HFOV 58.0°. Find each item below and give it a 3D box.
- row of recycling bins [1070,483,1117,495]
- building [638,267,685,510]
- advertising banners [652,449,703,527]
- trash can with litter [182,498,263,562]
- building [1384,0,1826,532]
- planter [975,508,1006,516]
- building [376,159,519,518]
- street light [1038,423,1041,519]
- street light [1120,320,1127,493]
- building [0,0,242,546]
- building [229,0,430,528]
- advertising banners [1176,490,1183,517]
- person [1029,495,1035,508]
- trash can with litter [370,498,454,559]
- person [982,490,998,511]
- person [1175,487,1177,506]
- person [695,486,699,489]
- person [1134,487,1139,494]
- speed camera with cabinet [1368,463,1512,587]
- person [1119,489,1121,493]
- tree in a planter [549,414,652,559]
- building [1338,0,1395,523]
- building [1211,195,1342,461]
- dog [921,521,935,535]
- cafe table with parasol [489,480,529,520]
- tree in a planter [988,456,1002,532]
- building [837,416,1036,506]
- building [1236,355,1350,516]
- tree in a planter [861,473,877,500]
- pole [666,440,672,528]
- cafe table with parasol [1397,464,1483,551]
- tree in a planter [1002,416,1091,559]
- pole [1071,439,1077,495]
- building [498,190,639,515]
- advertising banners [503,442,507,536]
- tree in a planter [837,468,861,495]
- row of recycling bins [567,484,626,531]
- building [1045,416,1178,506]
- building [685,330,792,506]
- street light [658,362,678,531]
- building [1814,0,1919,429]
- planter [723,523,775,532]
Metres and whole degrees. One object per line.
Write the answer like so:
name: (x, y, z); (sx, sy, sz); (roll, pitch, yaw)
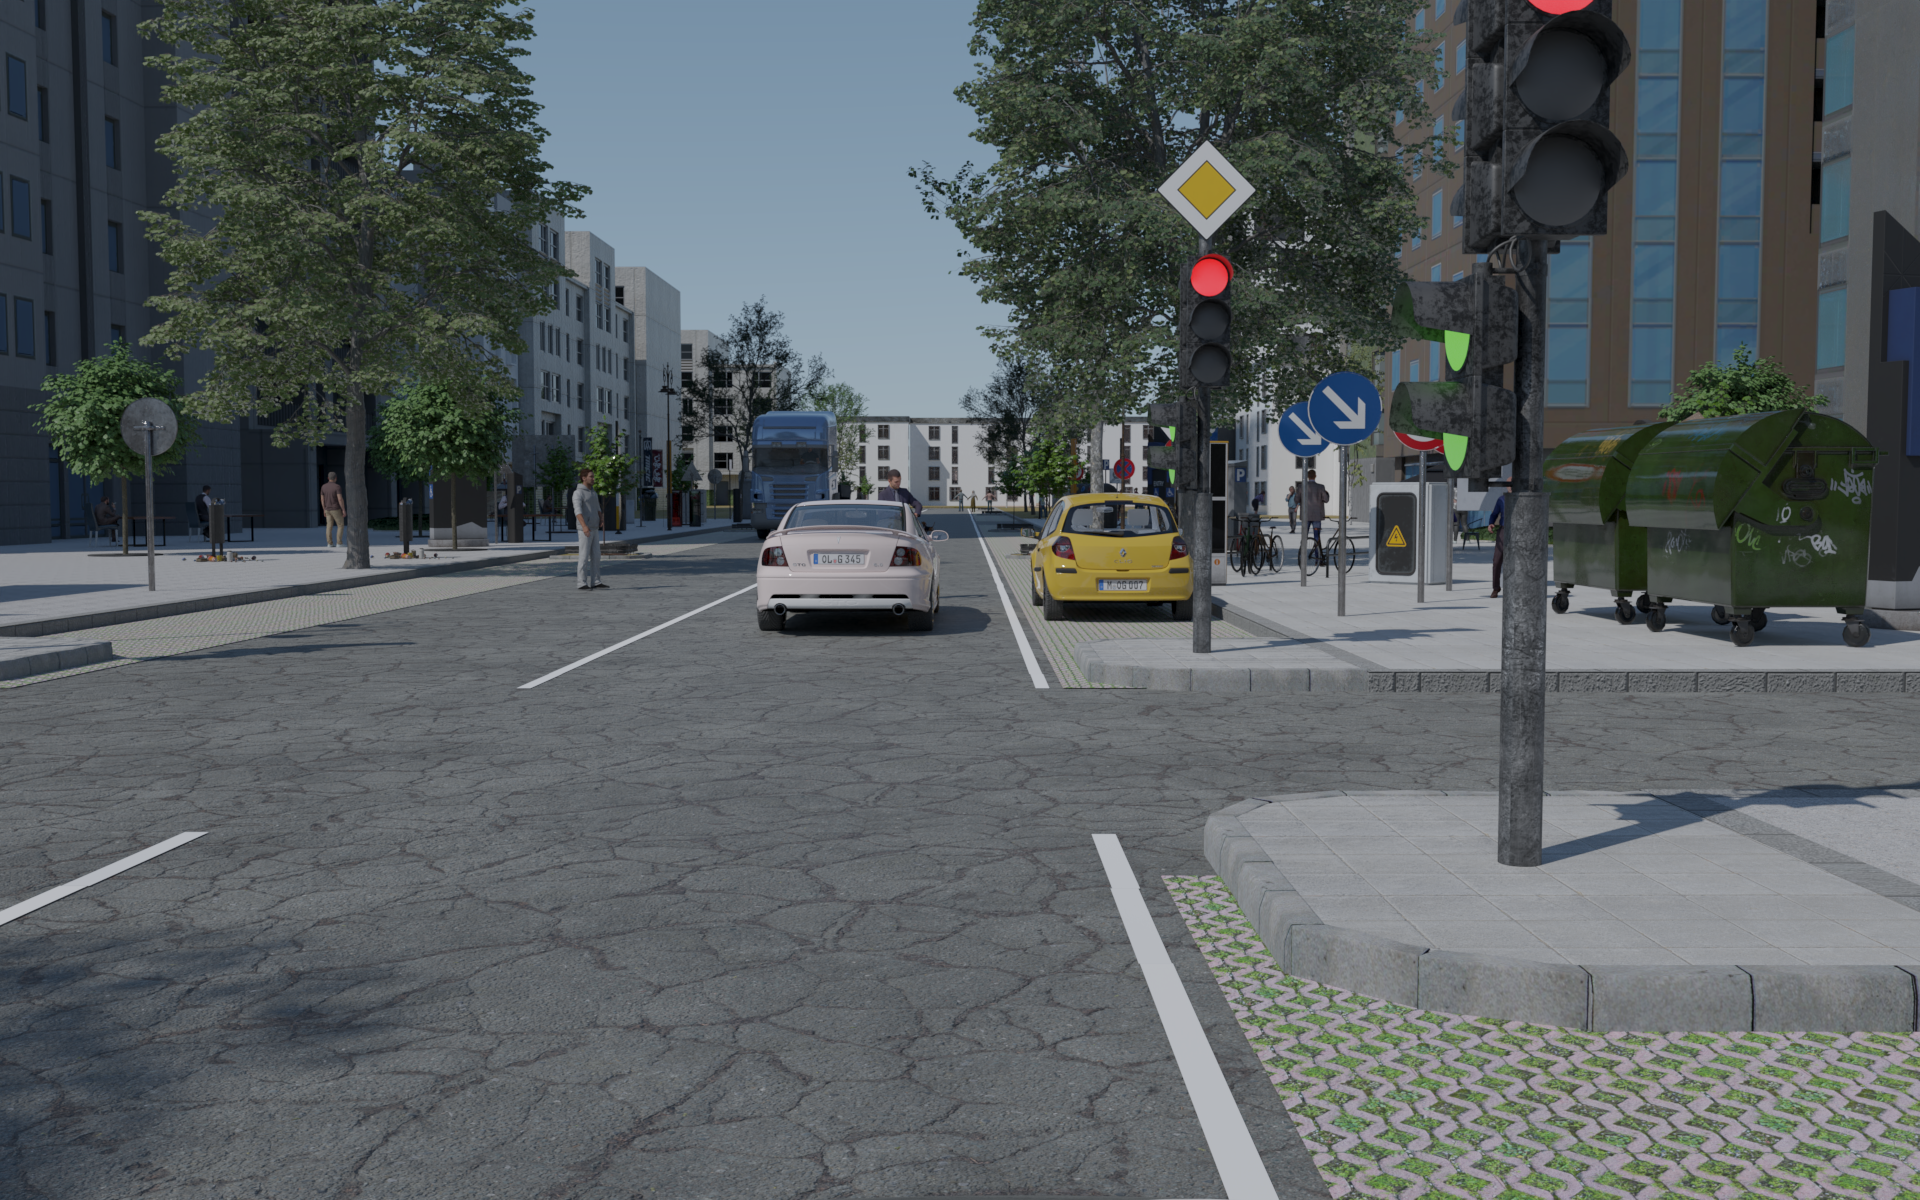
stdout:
row of recycling bins: (5.130, -3.621, 66.319); (1.069, 1.692, 3.534); (-1, 4, -15)
building: (-40.130, -16.929, 143.245); (31.486, 18.905, 16.747); (0, 3, 0)
advertising banners: (-11.088, -4.373, 67.694); (2.074, 3.025, 0.090); (0, 3, 0)
trash can with litter: (-14.129, -1.370, 33.460); (1.678, 1.210, 2.233); (0, 4, -8)
building: (23.434, -25.029, 59.328); (14.600, 45.320, 14.200); (0, 3, 0)
planter: (2.101, -5.795, 115.893); (1.991, 0.319, 1.994); (0, 3, 0)
building: (-33.044, -14.612, 95.328); (16.016, 20.091, 11.380); (0, 3, 0)
street light: (4.083, -7.081, 88.562); (0.468, 5.910, 1.993); (0, 3, 0)
street light: (4.053, -4.294, 42.989); (0.468, 5.910, 1.993); (0, 3, 0)
building: (-34.190, -30.546, 41.419); (21.231, 58.520, 28.212); (0, 3, 0)
building: (-34.680, -38.846, 73.384); (20.563, 71.187, 20.611); (0, 3, 0)
advertising banners: (8.557, -4.344, 67.208); (0.090, 3.025, 2.074); (3, 5, 41)
person: (6.739, -9.504, 161.879); (0.568, 1.767, 0.683); (3, 5, 44)
trash can with litter: (-11.022, -1.460, 34.936); (1.678, 1.210, 2.233); (-1, 4, -12)
person: (2.234, -7.382, 129.906); (1.217, 1.736, 0.721); (0, 4, 1)
person: (12.635, -5.823, 101.337); (1.348, 1.812, 0.705); (3, 5, 42)
person: (-16.193, -6.149, 106.216); (1.348, 1.869, 0.705); (1, 4, 14)
person: (12.276, -6.909, 119.733); (0.721, 1.743, 1.217); (3, 4, 38)
speed camera with cabinet: (6.781, -1.833, 24.312); (2.038, 3.252, 0.660); (3, 5, 44)
person: (11.605, -7.185, 124.981); (0.415, 1.643, 0.593); (0, 4, -4)
tree in a planter: (-7.952, -2.530, 38.584); (1.991, 3.239, 1.994); (0, 3, 0)
building: (25.236, -24.340, 81.552); (14.154, 41.232, 14.086); (0, 3, 0)
building: (31.664, -17.804, 135.063); (27.936, 21.610, 32.646); (0, 3, 0)
dog: (-1.072, -2.394, 58.430); (0.540, 0.507, 0.406); (1, 4, 9)
cafe table with parasol: (-21.843, -4.826, 83.772); (2.610, 1.966, 2.610); (2, 4, 27)
tree in a planter: (2.047, -4.178, 65.524); (1.991, 3.239, 1.994); (0, 3, 0)
building: (-5.535, -15.212, 190.867); (28.070, 9.664, 9.099); (0, 3, 0)
building: (23.274, -9.943, 104.722); (9.099, 9.664, 28.070); (0, 3, 0)
tree in a planter: (-7.832, -8.949, 143.540); (1.991, 3.239, 1.994); (0, 3, 0)
pole: (-11.038, -4.398, 65.757); (0.158, 3.312, 0.155); (0, 3, 0)
cafe table with parasol: (10.991, -2.129, 39.673); (2.610, 1.966, 2.610); (-1, 4, -19)
tree in a planter: (2.003, -2.530, 38.581); (1.991, 3.239, 1.994); (0, 3, 0)
pole: (4.183, -4.276, 63.763); (0.158, 3.312, 0.155); (0, 3, 0)
building: (-33.223, -15.309, 116.758); (16.747, 18.905, 31.486); (0, 3, 0)
advertising banners: (-13.985, -3.506, 53.505); (0.090, 3.025, 2.074); (-1, 4, -8)
tree in a planter: (-7.861, -7.301, 116.597); (1.991, 3.239, 1.994); (0, 3, 0)
row of recycling bins: (-12.957, -3.331, 61.576); (1.069, 1.692, 3.534); (-3, 4, -37)
building: (23.056, -15.263, 191.704); (28.070, 9.664, 9.099); (0, 3, 0)
building: (-35.484, -20.085, 194.840); (31.486, 18.905, 16.747); (0, 3, 0)
street light: (-10.233, -5.385, 60.838); (0.468, 5.910, 1.993); (0, 3, 0)
building: (36.614, -25.546, 37.284); (30.456, 49.044, 23.786); (0, 3, 0)
planter: (-7.919, -2.751, 66.121); (1.991, 0.319, 1.994); (0, 3, 0)
